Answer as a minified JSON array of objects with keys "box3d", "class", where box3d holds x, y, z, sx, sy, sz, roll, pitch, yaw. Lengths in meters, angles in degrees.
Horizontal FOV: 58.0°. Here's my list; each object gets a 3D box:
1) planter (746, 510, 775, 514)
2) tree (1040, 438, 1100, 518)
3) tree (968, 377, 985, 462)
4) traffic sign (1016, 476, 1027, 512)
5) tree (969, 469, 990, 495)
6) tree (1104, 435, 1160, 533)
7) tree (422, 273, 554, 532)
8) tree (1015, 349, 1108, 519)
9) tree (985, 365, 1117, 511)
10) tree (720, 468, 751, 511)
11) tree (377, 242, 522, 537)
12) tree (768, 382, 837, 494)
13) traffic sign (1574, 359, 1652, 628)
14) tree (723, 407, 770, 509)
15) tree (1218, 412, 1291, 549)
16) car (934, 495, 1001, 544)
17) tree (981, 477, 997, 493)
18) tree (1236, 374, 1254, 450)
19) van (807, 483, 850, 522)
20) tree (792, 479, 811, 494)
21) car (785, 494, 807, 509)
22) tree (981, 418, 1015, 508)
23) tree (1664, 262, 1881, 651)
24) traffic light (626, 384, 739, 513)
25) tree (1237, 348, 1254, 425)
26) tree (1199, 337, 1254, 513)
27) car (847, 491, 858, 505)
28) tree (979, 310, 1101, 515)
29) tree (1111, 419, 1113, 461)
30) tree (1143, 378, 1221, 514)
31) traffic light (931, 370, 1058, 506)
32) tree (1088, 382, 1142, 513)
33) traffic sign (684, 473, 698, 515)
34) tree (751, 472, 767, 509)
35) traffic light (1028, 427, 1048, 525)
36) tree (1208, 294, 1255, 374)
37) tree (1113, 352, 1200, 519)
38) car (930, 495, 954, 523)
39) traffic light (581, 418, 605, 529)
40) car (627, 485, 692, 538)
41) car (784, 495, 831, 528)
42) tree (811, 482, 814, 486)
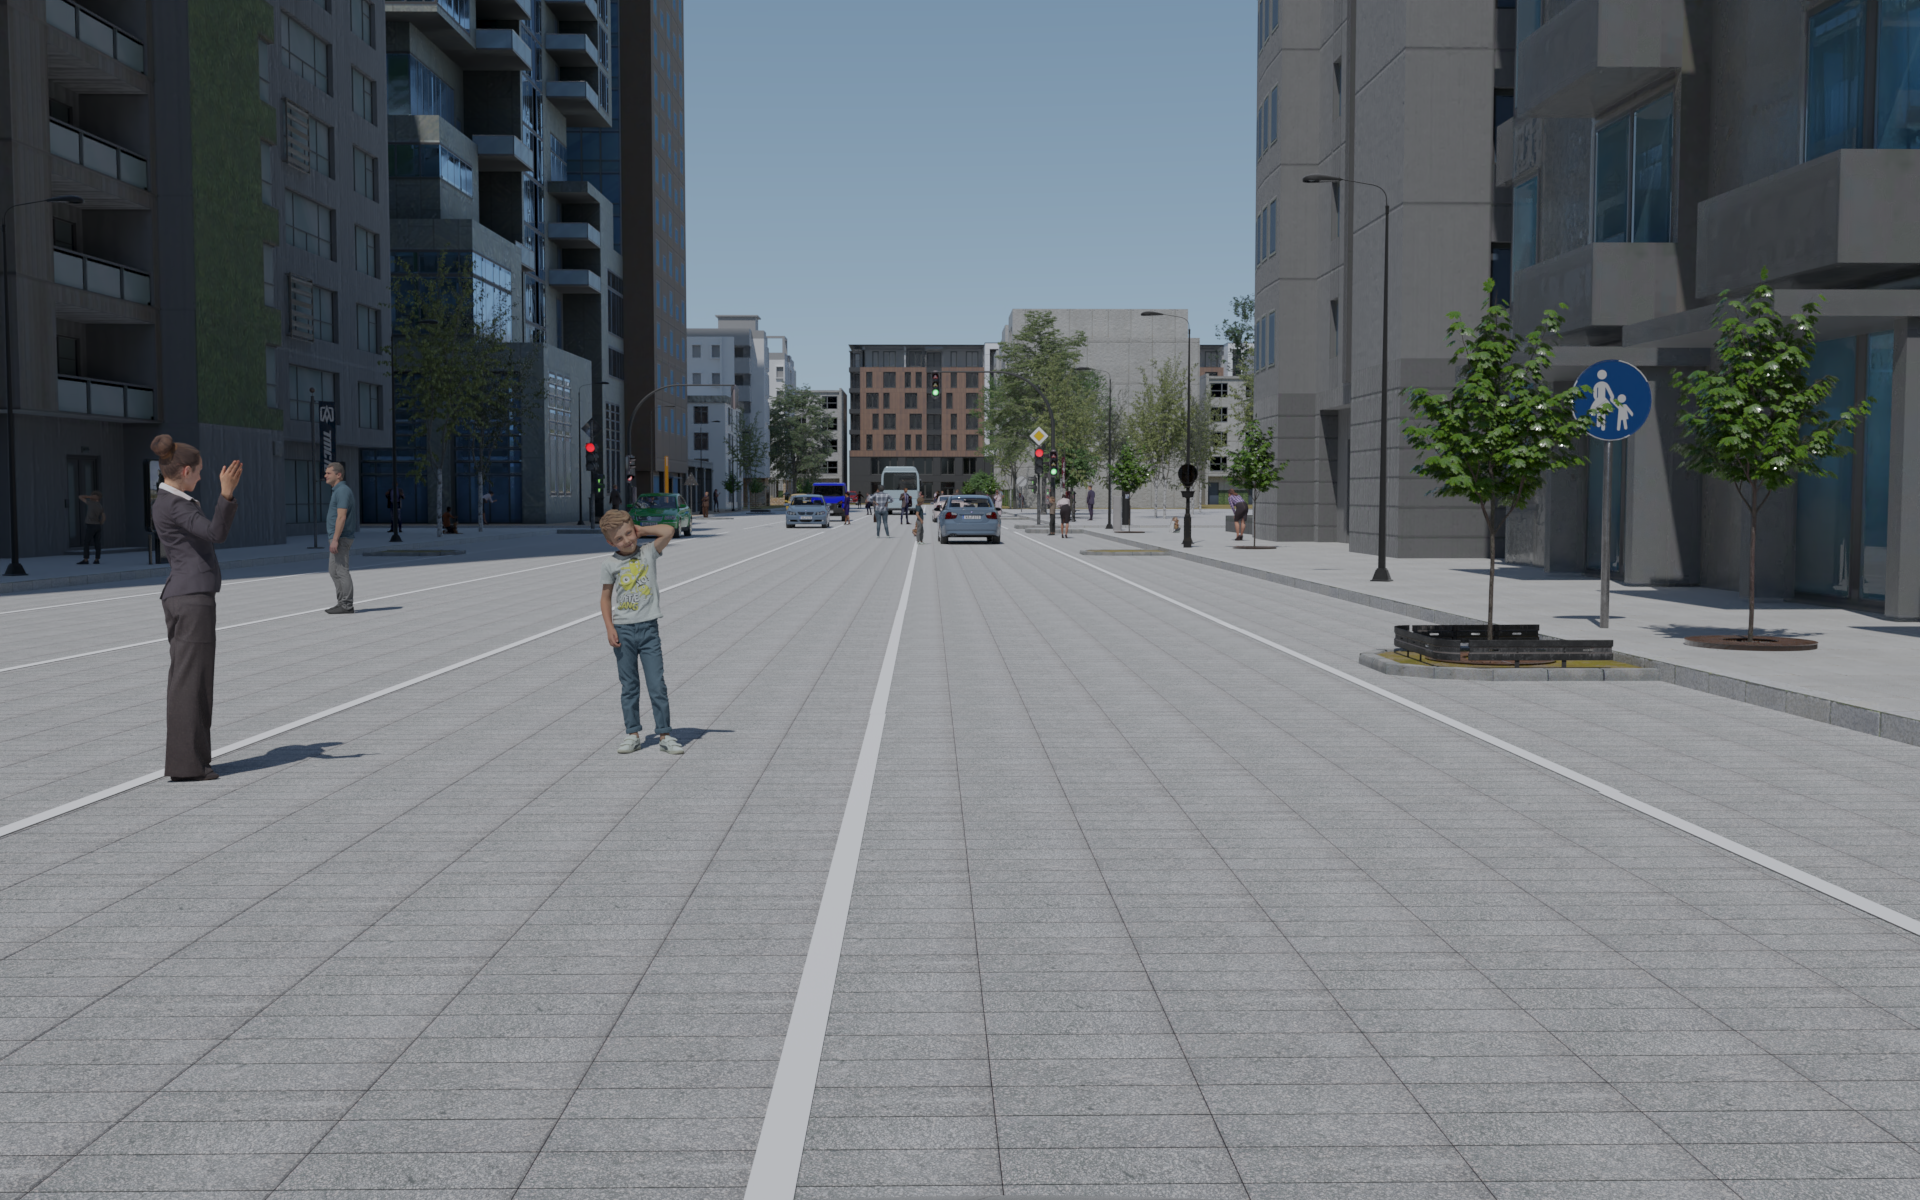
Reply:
[{"box3d":[-14.359,-6.350,124.962,1.991,0.319,1.994,0,4,-1],"class":"planter"},{"box3d":[5.828,-6.773,94.448,4.285,4.588,4.351,0,3,0],"class":"tree"},{"box3d":[4.551,-13.446,145.593,9.928,11.665,9.643,0,3,0],"class":"tree"},{"box3d":[4.331,-7.443,121.799,0.768,2.556,0.104,0,4,7],"class":"traffic sign"},{"box3d":[2.796,-14.730,224.554,4.285,4.588,4.351,0,3,0],"class":"tree"},{"box3d":[5.487,-3.824,57.121,1.663,3.219,1.824,0,3,0],"class":"tree"},{"box3d":[-16.108,-6.634,58.829,4.360,8.622,3.978,0,3,0],"class":"tree"},{"box3d":[5.200,-8.386,87.477,4.737,8.622,4.395,0,3,0],"class":"tree"},{"box3d":[8.408,-12.607,131.872,9.928,11.665,9.643,0,3,0],"class":"tree"},{"box3d":[-17.059,-8.304,130.378,1.663,3.219,1.824,0,3,0],"class":"tree"},{"box3d":[-15.427,-6.193,51.619,4.737,8.622,4.395,0,3,0],"class":"tree"},{"box3d":[-18.627,-17.682,195.754,9.857,13.997,8.962,0,3,0],"class":"tree"},{"box3d":[6.168,-1.003,16.502,0.768,2.556,0.104,0,4,0],"class":"traffic sign"},{"box3d":[-17.659,-11.864,144.344,4.737,8.622,4.395,0,3,0],"class":"tree"},{"box3d":[7.035,-2.816,40.636,1.663,3.219,1.824,0,3,0],"class":"tree"},{"box3d":[0.242,-2.378,50.878,2.014,1.417,4.499,0,4,-2],"class":"car"},{"box3d":[3.692,-12.294,195.615,1.663,3.219,1.824,0,3,0],"class":"tree"},{"box3d":[15.307,-8.092,82.664,4.360,8.622,3.978,0,3,0],"class":"tree"},{"box3d":[-6.908,-5.340,91.699,2.240,2.365,5.245,0,4,-2],"class":"van"},{"box3d":[-19.201,-13.004,207.213,1.663,3.219,1.824,0,3,0],"class":"tree"},{"box3d":[-10.884,-6.574,117.710,2.015,1.641,3.980,0,4,-3],"class":"car"},{"box3d":[4.291,-12.472,154.276,4.737,8.622,4.395,0,3,0],"class":"tree"},{"box3d":[6.811,-1.218,14.524,1.663,3.219,1.824,0,3,0],"class":"tree"},{"box3d":[-11.569,-5.938,71.758,4.771,5.953,1.251,0,4,-1],"class":"traffic light"},{"box3d":[19.042,-10.978,97.612,7.486,12.596,7.792,0,3,0],"class":"tree"},{"box3d":[13.749,-7.665,75.677,4.737,8.622,4.395,0,3,0],"class":"tree"},{"box3d":[-13.901,-12.905,219.675,2.281,1.827,5.304,0,4,-1],"class":"car"},{"box3d":[5.042,-11.573,107.342,7.486,12.596,7.792,0,3,0],"class":"tree"},{"box3d":[10.799,-8.852,95.098,4.737,8.622,4.395,0,3,0],"class":"tree"},{"box3d":[14.490,-9.673,108.512,4.360,8.622,3.978,0,3,0],"class":"tree"},{"box3d":[1.317,-5.454,63.849,4.771,5.953,1.251,0,4,-1],"class":"traffic light"},{"box3d":[10.171,-10.032,114.379,4.360,8.622,3.978,0,3,0],"class":"tree"},{"box3d":[-16.008,-6.308,103.134,0.884,2.594,0.081,0,4,3],"class":"traffic sign"},{"box3d":[-17.768,-9.529,150.399,1.663,3.219,1.824,0,3,0],"class":"tree"},{"box3d":[3.259,-5.082,72.012,0.839,4.253,0.868,0,4,-1],"class":"traffic light"},{"box3d":[25.253,-16.853,131.429,12.611,20.169,13.585,0,3,0],"class":"tree"},{"box3d":[10.567,-8.532,89.858,4.737,8.622,4.395,0,3,0],"class":"tree"},{"box3d":[-0.459,-4.638,88.196,2.083,1.381,4.827,0,4,-2],"class":"car"},{"box3d":[-13.511,-4.574,63.700,0.839,4.253,0.868,0,4,-1],"class":"traffic light"},{"box3d":[-10.009,-2.988,57.646,1.959,1.807,4.718,0,4,-2],"class":"car"},{"box3d":[-6.494,-3.800,74.133,2.014,1.417,4.499,0,4,-2],"class":"car"},{"box3d":[-18.185,-13.330,212.539,1.663,3.219,1.824,0,3,0],"class":"tree"}]
